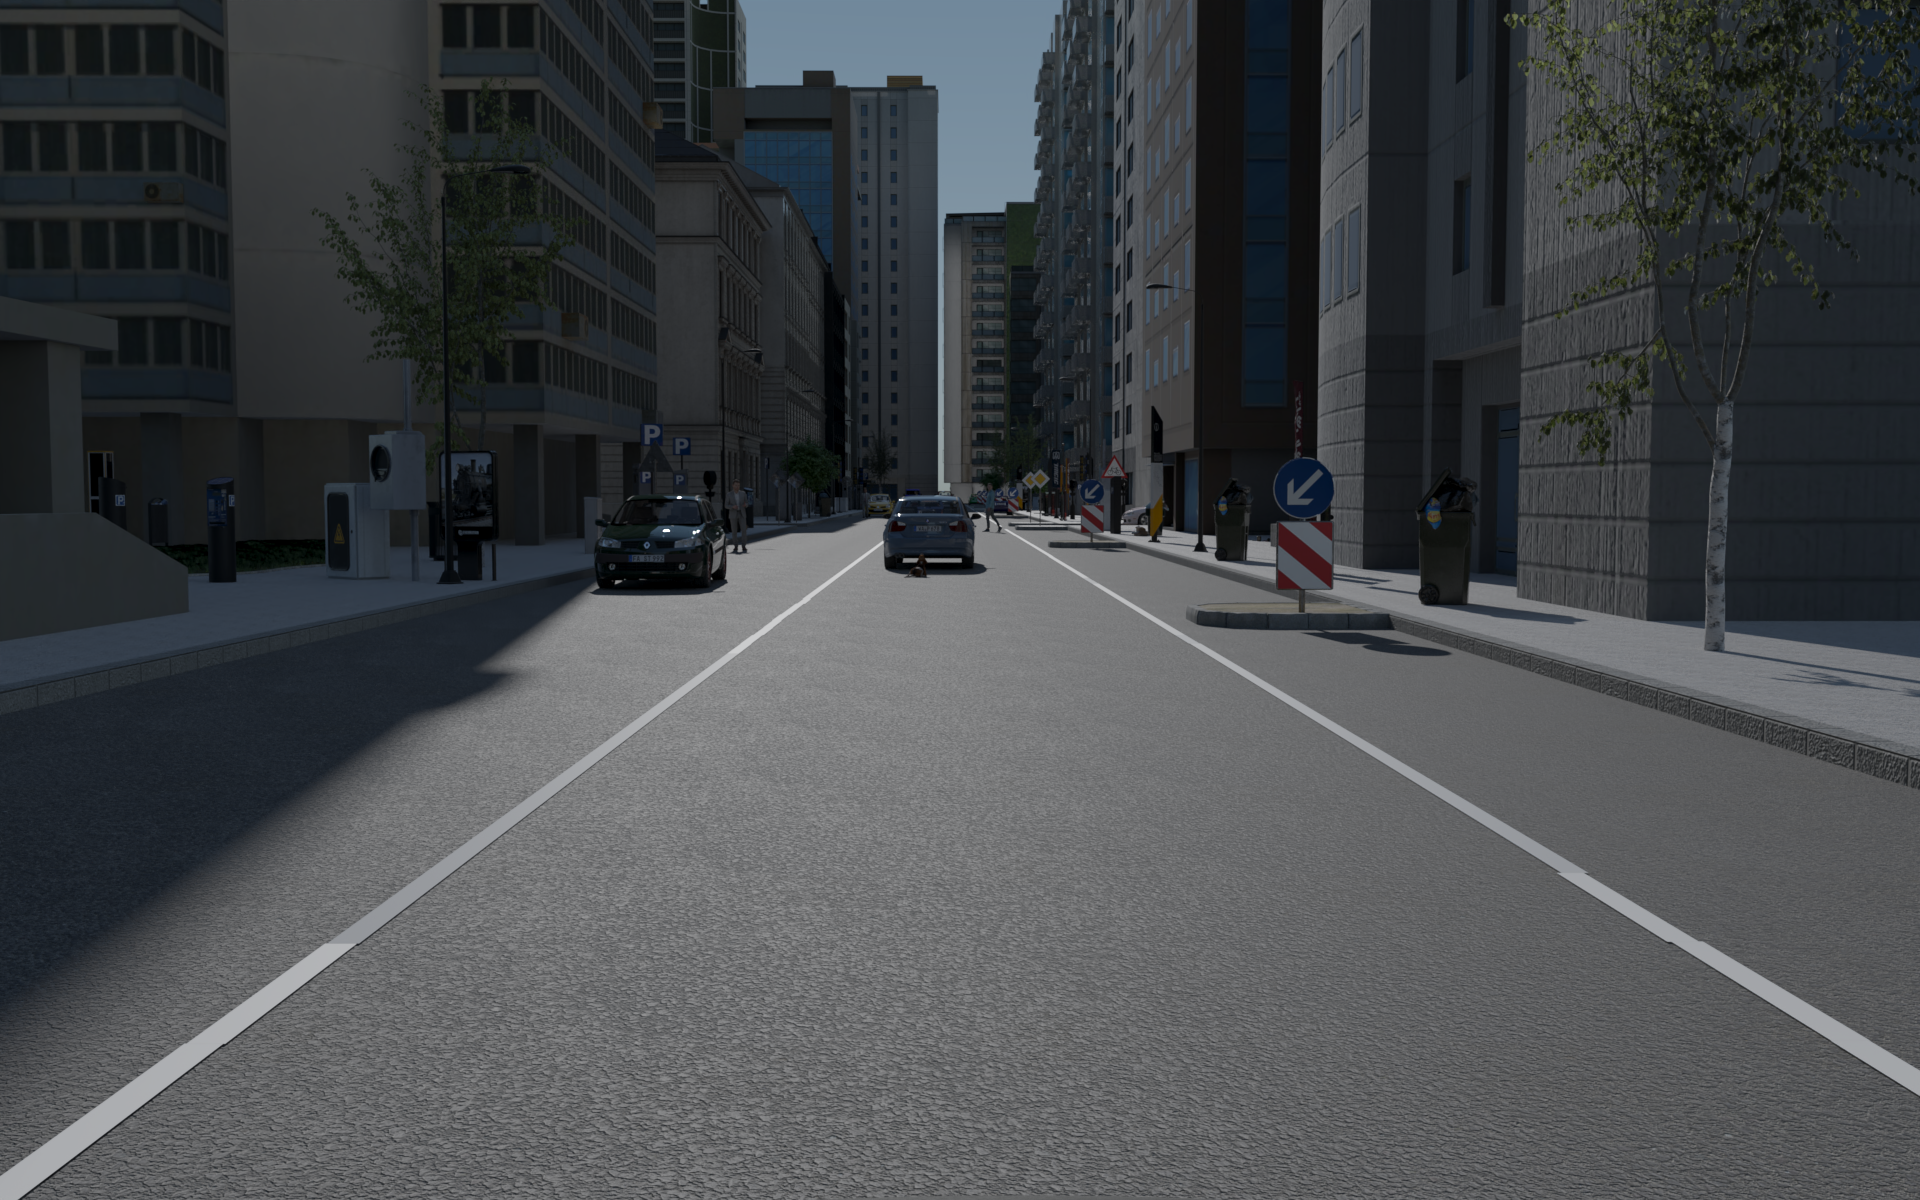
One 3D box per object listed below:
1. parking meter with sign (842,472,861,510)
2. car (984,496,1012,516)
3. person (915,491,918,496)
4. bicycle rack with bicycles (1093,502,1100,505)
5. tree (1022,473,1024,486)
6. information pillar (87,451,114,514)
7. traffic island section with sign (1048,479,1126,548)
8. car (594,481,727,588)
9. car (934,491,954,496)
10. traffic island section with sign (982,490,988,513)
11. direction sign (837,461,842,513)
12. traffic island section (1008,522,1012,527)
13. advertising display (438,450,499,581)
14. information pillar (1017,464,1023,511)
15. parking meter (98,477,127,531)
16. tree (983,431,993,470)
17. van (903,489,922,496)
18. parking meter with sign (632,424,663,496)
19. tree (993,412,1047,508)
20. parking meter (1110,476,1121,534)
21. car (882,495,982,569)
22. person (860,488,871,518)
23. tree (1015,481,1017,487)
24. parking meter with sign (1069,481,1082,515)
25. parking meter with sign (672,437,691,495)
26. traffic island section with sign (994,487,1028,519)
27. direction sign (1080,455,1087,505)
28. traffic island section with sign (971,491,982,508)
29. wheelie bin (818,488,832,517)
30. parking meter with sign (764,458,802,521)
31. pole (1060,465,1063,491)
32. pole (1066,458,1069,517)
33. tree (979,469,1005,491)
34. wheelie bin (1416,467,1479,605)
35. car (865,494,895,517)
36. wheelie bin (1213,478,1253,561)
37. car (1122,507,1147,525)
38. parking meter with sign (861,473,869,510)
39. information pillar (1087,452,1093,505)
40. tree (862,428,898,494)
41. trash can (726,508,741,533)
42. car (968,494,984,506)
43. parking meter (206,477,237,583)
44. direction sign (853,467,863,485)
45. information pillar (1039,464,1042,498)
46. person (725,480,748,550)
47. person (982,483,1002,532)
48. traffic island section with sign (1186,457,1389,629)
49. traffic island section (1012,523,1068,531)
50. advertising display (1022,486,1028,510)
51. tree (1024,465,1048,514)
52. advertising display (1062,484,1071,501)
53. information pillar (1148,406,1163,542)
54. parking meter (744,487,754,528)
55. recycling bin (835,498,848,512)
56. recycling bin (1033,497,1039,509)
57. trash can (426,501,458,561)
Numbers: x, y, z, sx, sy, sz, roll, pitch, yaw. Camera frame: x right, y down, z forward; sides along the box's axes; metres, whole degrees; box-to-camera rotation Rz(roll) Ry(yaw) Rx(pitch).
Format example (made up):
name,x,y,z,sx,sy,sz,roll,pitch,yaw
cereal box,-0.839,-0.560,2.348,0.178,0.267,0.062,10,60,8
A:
name,x,y,z,sx,sy,sz,roll,pitch,yaw
parking meter with sign,-8.852,-8.526,135.660,1.738,3.016,0.543,0,4,7
car,2.621,-6.394,117.126,1.945,1.354,3.894,0,4,-2
person,-3.487,-7.819,137.338,0.522,1.701,0.512,0,4,3
bicycle rack with bicycles,9.477,-6.034,112.038,2.852,0.926,2.925,1,4,23
tree,5.816,-8.716,137.115,1.663,3.219,1.824,0,3,0
information pillar,-14.666,-1.536,29.610,0.304,2.012,0.304,0,4,-1
traffic island section with sign,3.391,-2.329,46.711,1.989,1.847,2.006,0,4,0
car,-4.725,-1.093,27.653,2.009,1.686,4.222,0,4,-2
car,-1.804,-11.635,198.912,2.281,1.827,5.304,0,4,-2
traffic island section with sign,2.807,-7.371,129.137,1.989,1.847,2.006,0,4,0
direction sign,-8.173,-7.682,117.597,0.379,3.537,0.876,1,4,12
traffic island section,3.171,-3.368,77.348,2.009,0.180,2.903,0,4,0
advertising display,-7.289,-1.254,25.715,0.974,1.923,0.123,1,4,20
information pillar,4.540,-8.587,131.745,0.504,3.616,0.183,2,4,34
parking meter,-12.650,-1.069,25.884,0.372,1.533,0.369,0,3,0
tree,4.428,-14.379,185.456,4.737,8.622,4.395,0,3,0
van,-5.732,-12.627,210.841,2.240,2.365,5.245,0,4,-1
parking meter with sign,-7.962,-2.902,43.712,0.543,3.016,1.738,-1,4,-23
tree,5.835,-12.547,155.507,4.737,8.622,4.395,0,3,0
parking meter,5.020,-3.066,55.845,0.255,1.863,0.399,-1,4,-17
car,-0.579,-1.381,34.579,2.014,1.417,4.499,0,4,1
person,-5.602,-5.749,102.778,0.678,1.792,0.850,0,4,3
tree,5.353,-9.024,142.142,1.663,3.219,1.824,0,3,0
parking meter with sign,7.012,-6.605,104.248,0.543,3.016,1.738,-2,4,-32
parking meter with sign,-8.501,-3.443,52.560,0.543,3.016,1.738,0,4,-4
traffic island section with sign,3.001,-5.722,102.182,1.989,1.847,2.006,0,4,0
direction sign,7.272,-6.680,101.219,0.379,3.537,0.876,-2,4,-32
traffic island section with sign,2.446,-10.456,179.581,1.989,1.847,2.006,0,4,0
wheelie bin,-7.616,-5.479,97.496,0.693,1.594,0.980,-1,4,-17
parking meter with sign,-8.467,-5.313,83.129,1.738,3.016,0.543,-2,4,-25
pole,7.087,-7.767,120.828,0.158,3.312,0.155,0,3,0
pole,6.103,-6.388,98.290,0.158,3.312,0.155,0,3,0
tree,4.112,-14.682,223.767,4.285,4.588,4.351,0,3,0
wheelie bin,5.695,-0.755,20.245,0.693,1.594,0.980,1,4,18
car,-5.094,-6.064,109.377,2.015,1.641,3.980,0,4,0
wheelie bin,5.281,-1.563,33.463,0.693,1.594,0.980,1,4,19
car,9.394,-3.805,74.575,4.827,1.381,2.083,0,4,0
parking meter with sign,-8.319,-8.863,141.163,1.738,3.016,0.543,-3,4,-38
information pillar,7.220,-6.421,96.334,0.183,3.616,0.504,-2,4,-35
tree,-9.132,-15.217,199.154,4.360,8.622,3.978,0,3,0
trash can,-7.565,-2.830,57.927,0.748,1.137,0.748,0,3,0
car,1.972,-12.660,215.787,1.959,1.807,4.718,0,4,-2
parking meter,-10.729,-1.024,25.159,0.372,1.533,0.369,0,3,0
direction sign,-8.607,-9.456,146.607,0.876,3.537,0.379,-1,4,-13
information pillar,6.224,-8.714,133.824,0.183,3.616,0.504,1,4,13
person,-5.660,-2.166,44.119,0.606,1.804,0.583,-1,4,-21
person,1.215,-3.498,65.549,0.748,1.841,0.638,1,4,9
traffic island section with sign,3.590,-0.659,19.402,1.989,1.847,2.006,0,4,0
traffic island section,3.228,-2.880,69.363,2.009,0.180,2.903,0,4,0
advertising display,4.932,-7.951,135.205,0.974,1.923,0.123,-3,5,-43
tree,5.329,-7.266,113.405,1.663,3.219,1.824,0,3,0
advertising display,6.872,-6.451,110.684,0.123,1.923,0.974,-3,4,-37
information pillar,5.230,-3.349,46.109,0.183,3.616,0.504,3,4,38
parking meter,-7.975,-3.483,65.355,0.372,1.533,0.369,0,3,0
recycling bin,-8.339,-6.736,122.681,0.722,1.027,0.722,0,4,7
recycling bin,6.857,-8.494,151.428,0.722,1.027,0.722,-2,4,-34
trash can,-9.903,-1.325,33.312,0.748,1.137,0.748,0,3,0
